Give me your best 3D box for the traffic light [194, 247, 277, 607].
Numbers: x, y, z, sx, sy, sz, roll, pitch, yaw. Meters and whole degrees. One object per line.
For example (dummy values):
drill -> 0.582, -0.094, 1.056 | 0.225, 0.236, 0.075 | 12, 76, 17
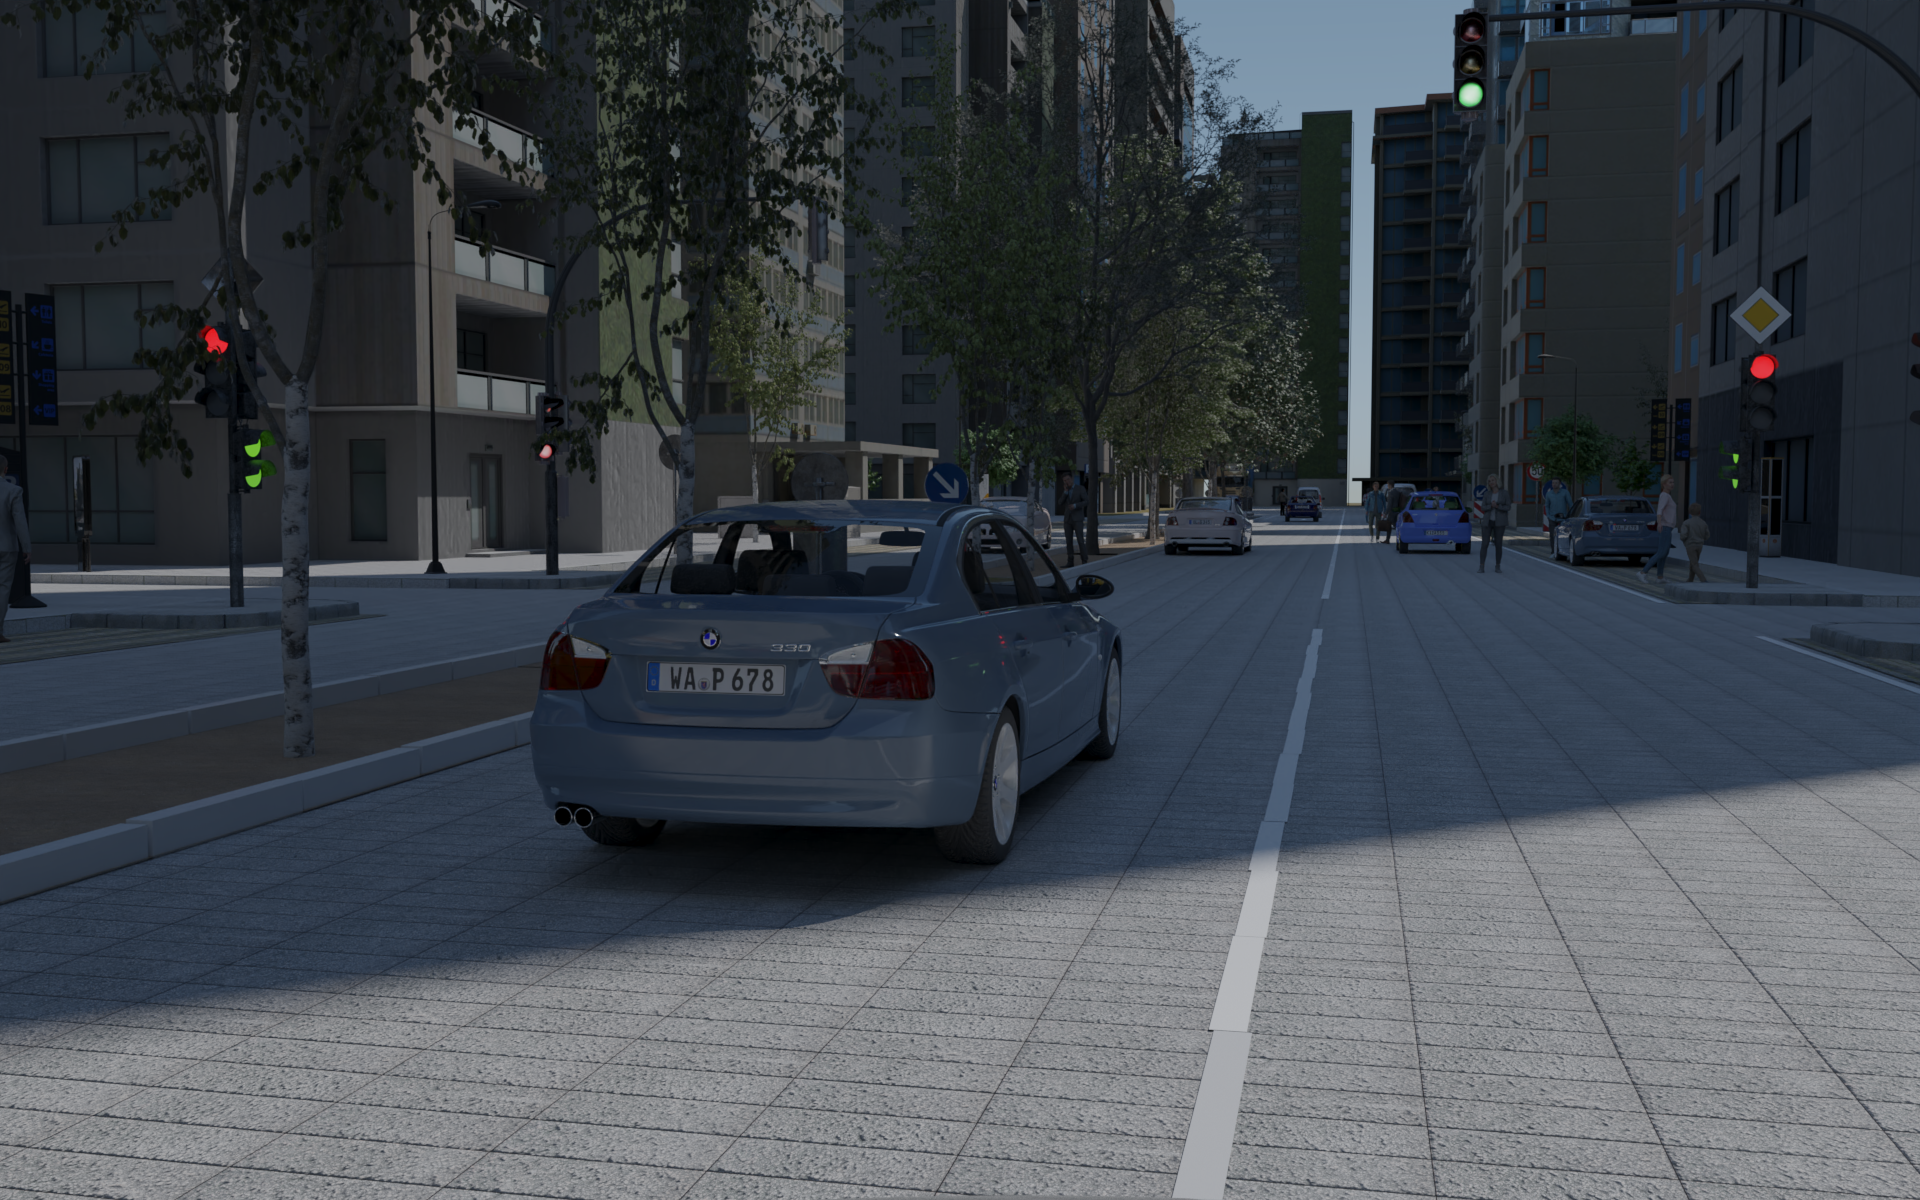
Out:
traffic light -> -8.198, -1.874, 19.557 | 0.839, 4.253, 0.868 | 1, 4, 13

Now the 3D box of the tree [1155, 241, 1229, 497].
tree -> 5.447, -5.861, 48.642 | 4.360, 8.622, 3.978 | 0, 3, 0

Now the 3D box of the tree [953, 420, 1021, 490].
tree -> 1.216, -5.658, 76.230 | 4.285, 4.588, 4.351 | 0, 3, 0

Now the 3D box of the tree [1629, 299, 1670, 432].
tree -> 26.912, -6.916, 63.441 | 4.360, 8.622, 3.978 | 0, 3, 0

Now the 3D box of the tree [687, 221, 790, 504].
tree -> -5.214, -5.818, 45.488 | 4.737, 8.622, 4.395 | 0, 3, 0

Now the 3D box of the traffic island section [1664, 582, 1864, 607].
traffic island section -> 10.824, -0.082, 23.622 | 2.009, 0.180, 2.903 | 1, 4, 13

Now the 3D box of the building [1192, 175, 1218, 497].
building -> 18.858, -31.187, 201.786 | 23.993, 40.220, 32.217 | 1, 4, 13

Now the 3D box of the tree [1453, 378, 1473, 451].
tree -> 30.712, -9.186, 100.557 | 4.360, 8.622, 3.978 | 0, 3, 0

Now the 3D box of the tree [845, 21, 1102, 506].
tree -> 0.244, -4.526, 26.821 | 4.737, 8.622, 4.395 | 0, 3, 0

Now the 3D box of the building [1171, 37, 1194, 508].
building -> 14.922, -31.715, 168.645 | 14.200, 45.320, 14.600 | 1, 4, 13

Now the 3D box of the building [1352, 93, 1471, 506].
building -> 57.607, -32.621, 187.973 | 28.867, 44.769, 22.147 | 1, 4, 13

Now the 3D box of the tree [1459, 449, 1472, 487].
tree -> 32.705, -7.571, 107.496 | 4.285, 4.588, 4.351 | 0, 3, 0

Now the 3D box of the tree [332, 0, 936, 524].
tree -> -2.319, -3.794, 14.845 | 4.360, 8.622, 3.978 | 0, 3, 0

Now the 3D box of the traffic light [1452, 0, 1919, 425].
traffic light -> 6.980, -2.530, 16.041 | 4.771, 5.953, 1.251 | 1, 4, 13

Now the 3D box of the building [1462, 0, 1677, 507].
building -> 48.080, -49.373, 119.912 | 22.319, 86.520, 31.000 | 1, 4, 13

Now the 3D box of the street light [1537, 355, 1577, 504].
street light -> 19.931, -5.212, 57.756 | 1.470, 5.913, 1.316 | 1, 4, 13

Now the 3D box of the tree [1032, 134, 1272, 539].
tree -> 6.061, -8.193, 54.545 | 7.486, 12.596, 7.792 | 0, 3, 0

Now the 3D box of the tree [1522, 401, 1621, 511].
tree -> 21.457, -4.737, 61.163 | 4.285, 4.588, 4.351 | 0, 3, 0

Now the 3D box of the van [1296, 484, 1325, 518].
van -> 21.086, -5.983, 104.837 | 2.013, 2.044, 4.112 | 1, 4, 11

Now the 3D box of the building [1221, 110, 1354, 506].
building -> 35.519, -30.914, 189.042 | 14.086, 41.232, 14.154 | 1, 4, 13

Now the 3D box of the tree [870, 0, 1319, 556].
tree -> 3.093, -7.777, 39.974 | 12.009, 13.543, 11.850 | 0, 3, 0

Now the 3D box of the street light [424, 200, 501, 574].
street light -> -7.936, -3.370, 27.648 | 1.470, 5.913, 1.316 | 1, 4, 13

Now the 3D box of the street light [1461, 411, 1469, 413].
street light -> 28.621, -7.584, 96.540 | 1.470, 5.913, 1.316 | 1, 4, 13

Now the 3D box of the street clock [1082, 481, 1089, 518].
street clock -> 6.915, -5.509, 94.645 | 0.471, 2.002, 0.358 | -2, 4, -31

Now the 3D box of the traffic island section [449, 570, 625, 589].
traffic island section -> -6.488, -0.319, 27.493 | 2.009, 0.180, 2.903 | 1, 4, 13

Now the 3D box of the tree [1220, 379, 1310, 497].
tree -> 13.215, -9.115, 85.900 | 8.767, 10.594, 7.601 | 1, 4, 13

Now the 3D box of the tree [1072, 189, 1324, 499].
tree -> 8.296, -8.772, 62.887 | 9.611, 12.733, 9.660 | 0, 3, 0

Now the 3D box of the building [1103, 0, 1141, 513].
building -> 2.742, -42.106, 126.686 | 20.563, 71.187, 20.611 | 1, 4, 13

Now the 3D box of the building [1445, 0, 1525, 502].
building -> 55.544, -32.520, 151.314 | 23.786, 49.044, 30.456 | 1, 4, 13

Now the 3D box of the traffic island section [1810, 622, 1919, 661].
traffic island section -> 9.078, 0.395, 15.830 | 2.009, 0.180, 2.903 | 1, 4, 13

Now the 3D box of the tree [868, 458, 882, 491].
tree -> -4.253, -5.061, 77.350 | 1.663, 3.219, 1.824 | 0, 3, 0

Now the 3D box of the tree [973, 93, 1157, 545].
tree -> 1.337, -4.845, 32.042 | 4.360, 8.622, 3.978 | 0, 3, 0

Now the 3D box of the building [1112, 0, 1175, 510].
building -> 6.566, -32.105, 148.619 | 21.300, 48.544, 21.600 | 1, 4, 13

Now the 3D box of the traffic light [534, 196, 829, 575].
traffic light -> -4.391, -3.196, 26.927 | 4.771, 5.953, 1.251 | 1, 4, 13

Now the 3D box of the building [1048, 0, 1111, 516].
building -> 1.677, -28.083, 109.275 | 14.600, 45.320, 14.200 | 1, 4, 13

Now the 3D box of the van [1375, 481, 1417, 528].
van -> 18.019, -3.938, 71.406 | 2.013, 2.044, 4.112 | 1, 4, 11

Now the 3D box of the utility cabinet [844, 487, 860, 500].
utility cabinet -> -3.219, -2.541, 50.218 | 0.318, 1.500, 1.173 | 1, 4, 17

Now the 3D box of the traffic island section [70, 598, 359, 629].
traffic island section -> -8.234, 0.158, 19.700 | 2.009, 0.180, 2.903 | 1, 4, 13

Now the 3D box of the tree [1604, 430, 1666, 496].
tree -> 20.253, -3.525, 52.233 | 1.663, 3.219, 1.824 | 0, 3, 0

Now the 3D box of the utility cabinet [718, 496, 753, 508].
utility cabinet -> -6.485, -2.386, 50.168 | 1.020, 1.237, 0.306 | -1, 4, -22

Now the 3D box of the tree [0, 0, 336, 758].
tree -> -3.555, -3.460, 9.391 | 4.360, 8.622, 3.978 | 0, 3, 0

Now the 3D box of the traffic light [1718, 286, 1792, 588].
traffic light -> 10.787, -2.116, 23.517 | 0.839, 4.253, 0.868 | 1, 4, 13

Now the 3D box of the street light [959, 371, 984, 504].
street light -> 0.524, -5.673, 65.287 | 1.470, 5.913, 1.316 | 1, 4, 13
